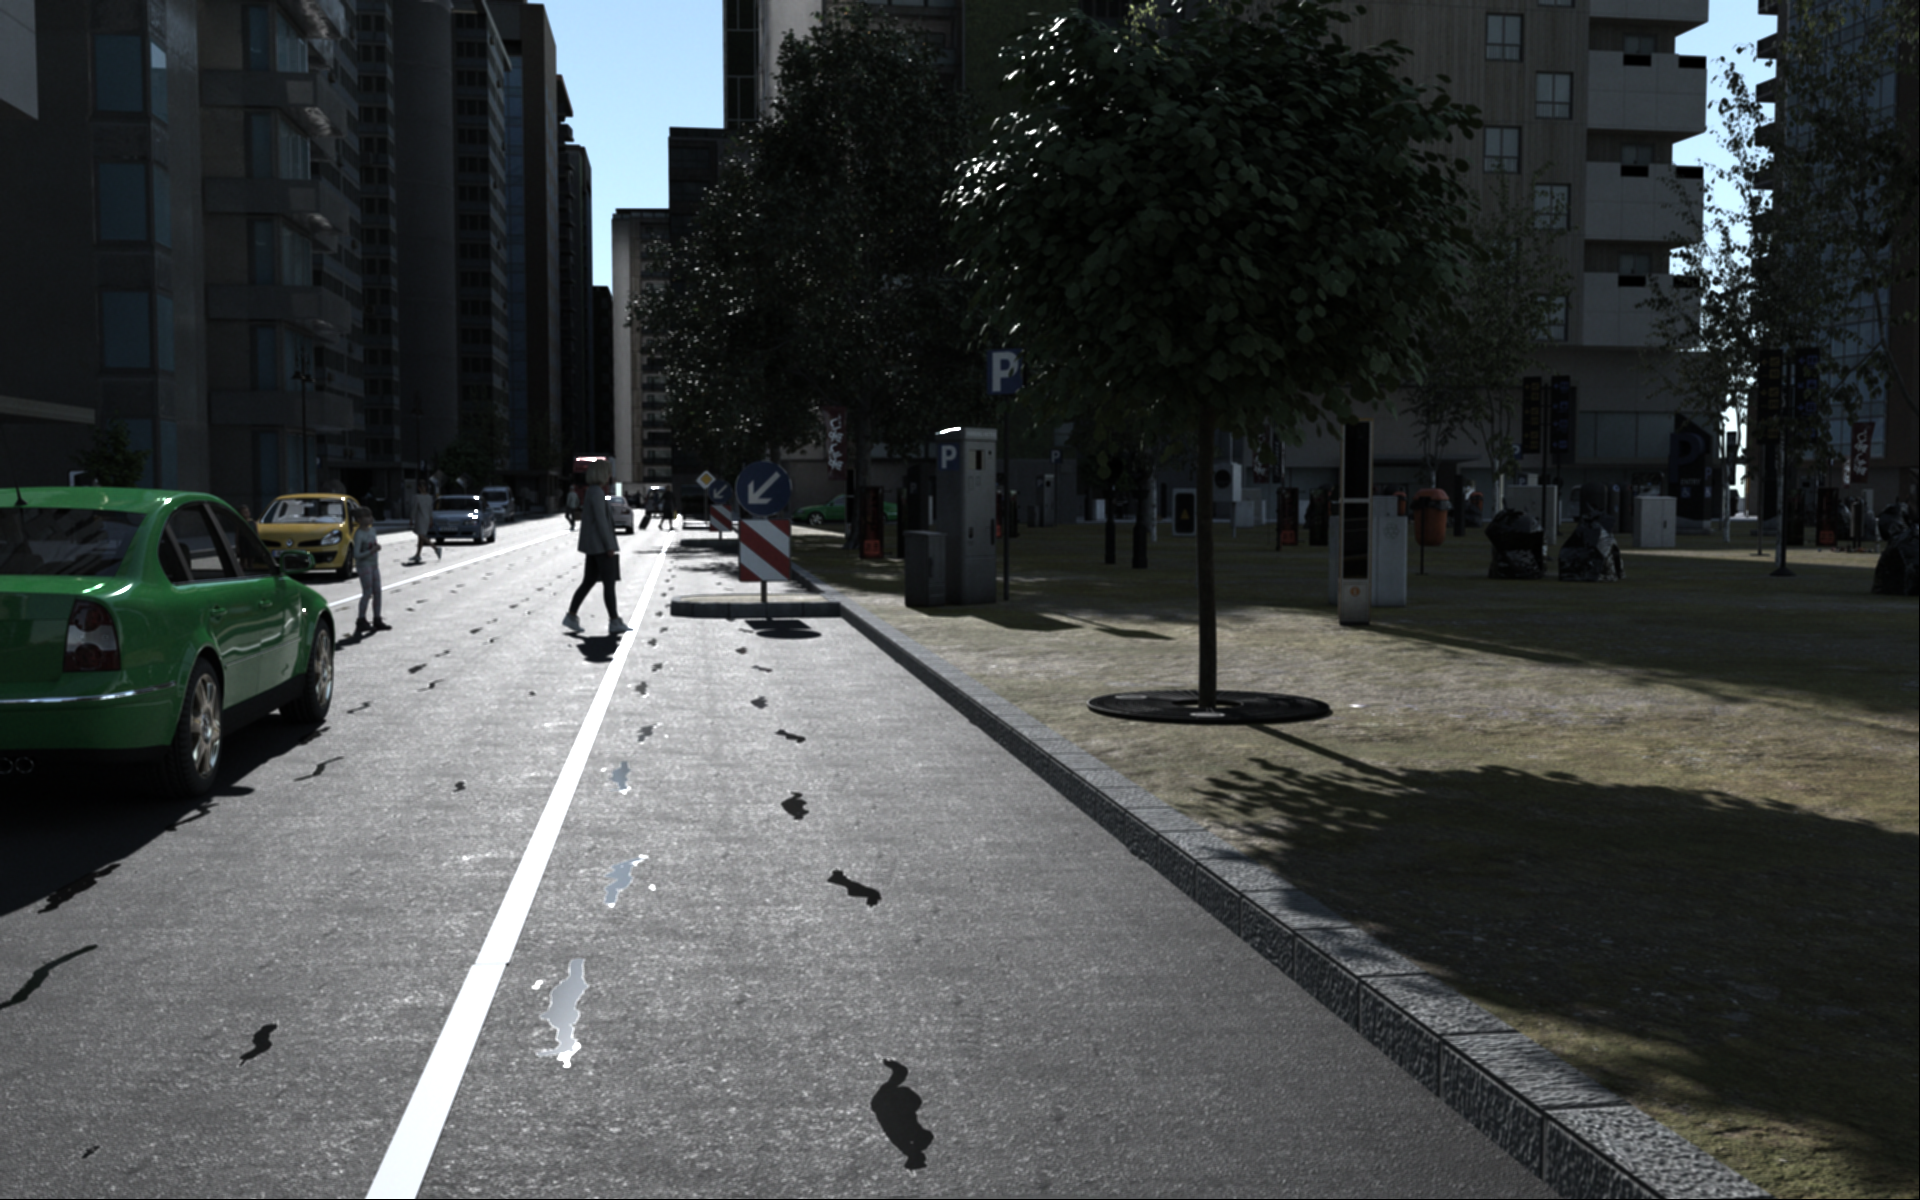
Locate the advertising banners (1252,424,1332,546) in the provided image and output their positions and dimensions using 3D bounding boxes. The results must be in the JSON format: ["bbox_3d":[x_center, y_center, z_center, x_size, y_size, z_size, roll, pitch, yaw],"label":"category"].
[{"bbox_3d":[8.221,-2.873,43.154,2.074,3.025,0.090,1,4,20],"label":"advertising banners"}]

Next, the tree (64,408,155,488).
[{"bbox_3d":[-18.877,-2.711,38.919,1.663,3.219,1.824,0,3,0],"label":"tree"}]

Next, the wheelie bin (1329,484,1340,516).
[{"bbox_3d":[12.130,-2.875,54.916,0.693,1.594,0.980,-3,5,-44],"label":"wheelie bin"}]

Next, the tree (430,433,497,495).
[{"bbox_3d":[-27.931,-6.962,97.542,4.285,4.588,4.351,0,3,0],"label":"tree"}]

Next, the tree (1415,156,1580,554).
[{"bbox_3d":[11.306,-5.301,37.033,4.737,8.622,4.395,0,3,0],"label":"tree"}]

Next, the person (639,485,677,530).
[{"bbox_3d":[-12.096,-3.725,69.622,1.509,1.804,0.699,1,4,12],"label":"person"}]

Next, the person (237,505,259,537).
[{"bbox_3d":[-11.158,-0.854,27.130,0.362,1.253,0.373,-2,4,-31],"label":"person"}]

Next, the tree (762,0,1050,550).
[{"bbox_3d":[-2.166,-7.532,40.164,9.611,12.733,9.660,0,3,0],"label":"tree"}]

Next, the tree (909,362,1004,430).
[{"bbox_3d":[-0.088,-7.143,67.153,4.737,8.622,4.395,0,3,0],"label":"tree"}]

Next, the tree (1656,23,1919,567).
[{"bbox_3d":[14.200,-4.876,30.079,4.360,8.622,3.978,0,3,0],"label":"tree"}]

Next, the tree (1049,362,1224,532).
[{"bbox_3d":[5.916,-8.545,57.832,7.486,12.596,7.792,0,3,0],"label":"tree"}]

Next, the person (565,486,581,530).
[{"bbox_3d":[-15.626,-3.739,70.116,0.515,1.767,0.782,2,4,27],"label":"person"}]

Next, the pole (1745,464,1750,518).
[{"bbox_3d":[42.830,-6.134,94.142,0.158,3.312,0.155,0,3,0],"label":"pole"}]

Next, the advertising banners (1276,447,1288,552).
[{"bbox_3d":[7.304,-2.645,39.440,0.090,3.025,2.074,1,4,14],"label":"advertising banners"}]

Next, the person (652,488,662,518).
[{"bbox_3d":[-18.243,-5.855,104.255,0.654,1.822,0.581,0,4,-8],"label":"person"}]

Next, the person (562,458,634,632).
[{"bbox_3d":[-3.791,-0.572,18.036,0.728,1.800,0.709,-1,4,-20],"label":"person"}]

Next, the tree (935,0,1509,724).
[{"bbox_3d":[1.479,-1.627,10.311,4.285,4.588,4.351,0,3,0],"label":"tree"}]

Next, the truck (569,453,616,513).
[{"bbox_3d":[-25.547,-8.081,121.037,2.839,4.237,11.283,-1,4,-9],"label":"truck"}]

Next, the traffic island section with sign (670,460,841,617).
[{"bbox_3d":[-2.534,-0.766,21.158,1.989,1.847,2.006,-1,4,-9],"label":"traffic island section with sign"}]

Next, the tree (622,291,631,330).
[{"bbox_3d":[-6.069,-8.529,56.451,9.611,12.733,9.660,0,3,0],"label":"tree"}]

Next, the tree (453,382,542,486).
[{"bbox_3d":[-30.724,-9.931,112.734,4.737,8.622,4.395,0,3,0],"label":"tree"}]

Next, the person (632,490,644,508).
[{"bbox_3d":[-32.918,-10.314,177.221,1.350,1.814,0.705,-1,4,-18],"label":"person"}]

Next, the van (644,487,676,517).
[{"bbox_3d":[-18.761,-6.184,108.124,2.013,2.044,4.112,0,4,-8],"label":"van"}]

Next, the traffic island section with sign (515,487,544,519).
[{"bbox_3d":[-25.553,-5.702,101.862,1.989,1.847,2.006,-1,4,-9],"label":"traffic island section with sign"}]

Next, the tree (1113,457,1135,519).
[{"bbox_3d":[8.198,-5.707,87.917,1.663,3.219,1.824,0,3,0],"label":"tree"}]

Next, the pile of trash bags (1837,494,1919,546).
[{"bbox_3d":[25.140,-2.291,47.207,1.912,1.369,3.447,-1,4,-10],"label":"pile of trash bags"}]

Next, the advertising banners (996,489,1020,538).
[{"bbox_3d":[1.086,-3.307,50.250,0.090,3.025,2.074,3,4,39],"label":"advertising banners"}]

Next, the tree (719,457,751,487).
[{"bbox_3d":[-12.207,-7.132,100.319,4.285,4.588,4.351,0,3,0],"label":"tree"}]

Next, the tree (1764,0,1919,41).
[{"bbox_3d":[8.886,-3.984,15.507,4.360,8.622,3.978,0,3,0],"label":"tree"}]

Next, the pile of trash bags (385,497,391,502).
[{"bbox_3d":[-37.245,-6.420,114.716,3.447,1.369,1.912,-3,4,-36],"label":"pile of trash bags"}]

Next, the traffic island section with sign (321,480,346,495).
[{"bbox_3d":[-16.859,-2.317,46.503,1.989,1.847,2.006,-1,4,-9],"label":"traffic island section with sign"}]

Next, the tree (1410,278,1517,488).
[{"bbox_3d":[15.482,-6.452,55.850,4.360,8.622,3.978,0,3,0],"label":"tree"}]

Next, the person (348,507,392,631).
[{"bbox_3d":[-6.197,-0.333,18.216,0.394,1.301,0.425,0,4,-3],"label":"person"}]

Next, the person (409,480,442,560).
[{"bbox_3d":[-11.530,-1.717,37.325,0.760,1.731,0.466,0,4,1],"label":"person"}]

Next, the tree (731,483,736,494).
[{"bbox_3d":[-20.763,-9.789,154.655,1.663,3.219,1.824,0,3,0],"label":"tree"}]

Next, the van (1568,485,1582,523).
[{"bbox_3d":[30.448,-4.492,80.455,4.112,2.044,2.013,-1,4,-9],"label":"van"}]

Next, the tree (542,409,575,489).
[{"bbox_3d":[-34.888,-11.971,146.089,4.737,8.622,4.395,0,3,0],"label":"tree"}]

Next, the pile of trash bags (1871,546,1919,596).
[{"bbox_3d":[13.505,-0.732,21.714,3.447,1.369,1.912,0,3,0],"label":"pile of trash bags"}]

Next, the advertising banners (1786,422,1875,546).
[{"bbox_3d":[21.309,-2.837,42.568,2.074,3.025,0.090,3,5,41],"label":"advertising banners"}]

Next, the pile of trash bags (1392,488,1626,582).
[{"bbox_3d":[8.569,-1.043,26.801,3.447,1.369,1.912,3,5,41],"label":"pile of trash bags"}]

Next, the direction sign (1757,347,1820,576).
[{"bbox_3d":[12.913,-2.145,27.068,0.876,3.537,0.379,3,4,38],"label":"direction sign"}]

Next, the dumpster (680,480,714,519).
[{"bbox_3d":[-14.950,-5.744,98.868,1.985,2.255,1.502,-1,4,-9],"label":"dumpster"}]

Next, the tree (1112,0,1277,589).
[{"bbox_3d":[3.401,-4.473,23.504,4.360,8.622,3.978,0,3,0],"label":"tree"}]

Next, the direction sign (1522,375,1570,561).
[{"bbox_3d":[11.259,-2.529,33.346,0.876,3.537,0.379,2,4,31],"label":"direction sign"}]

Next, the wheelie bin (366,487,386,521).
[{"bbox_3d":[-27.930,-4.575,82.703,0.693,1.594,0.980,2,4,30],"label":"wheelie bin"}]

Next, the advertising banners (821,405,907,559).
[{"bbox_3d":[-1.726,-2.331,34.304,2.074,3.025,0.090,-1,4,-16],"label":"advertising banners"}]

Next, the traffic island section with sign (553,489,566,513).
[{"bbox_3d":[-29.786,-7.349,128.792,1.989,1.847,2.006,-1,4,-9],"label":"traffic island section with sign"}]

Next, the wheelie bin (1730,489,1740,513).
[{"bbox_3d":[51.213,-6.548,114.963,0.980,1.594,0.693,0,4,1],"label":"wheelie bin"}]

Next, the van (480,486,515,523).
[{"bbox_3d":[-23.559,-4.941,87.804,2.013,2.044,4.112,-1,4,-10],"label":"van"}]

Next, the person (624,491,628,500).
[{"bbox_3d":[-32.800,-9.812,169.648,0.721,1.743,1.217,-3,5,-39],"label":"person"}]
